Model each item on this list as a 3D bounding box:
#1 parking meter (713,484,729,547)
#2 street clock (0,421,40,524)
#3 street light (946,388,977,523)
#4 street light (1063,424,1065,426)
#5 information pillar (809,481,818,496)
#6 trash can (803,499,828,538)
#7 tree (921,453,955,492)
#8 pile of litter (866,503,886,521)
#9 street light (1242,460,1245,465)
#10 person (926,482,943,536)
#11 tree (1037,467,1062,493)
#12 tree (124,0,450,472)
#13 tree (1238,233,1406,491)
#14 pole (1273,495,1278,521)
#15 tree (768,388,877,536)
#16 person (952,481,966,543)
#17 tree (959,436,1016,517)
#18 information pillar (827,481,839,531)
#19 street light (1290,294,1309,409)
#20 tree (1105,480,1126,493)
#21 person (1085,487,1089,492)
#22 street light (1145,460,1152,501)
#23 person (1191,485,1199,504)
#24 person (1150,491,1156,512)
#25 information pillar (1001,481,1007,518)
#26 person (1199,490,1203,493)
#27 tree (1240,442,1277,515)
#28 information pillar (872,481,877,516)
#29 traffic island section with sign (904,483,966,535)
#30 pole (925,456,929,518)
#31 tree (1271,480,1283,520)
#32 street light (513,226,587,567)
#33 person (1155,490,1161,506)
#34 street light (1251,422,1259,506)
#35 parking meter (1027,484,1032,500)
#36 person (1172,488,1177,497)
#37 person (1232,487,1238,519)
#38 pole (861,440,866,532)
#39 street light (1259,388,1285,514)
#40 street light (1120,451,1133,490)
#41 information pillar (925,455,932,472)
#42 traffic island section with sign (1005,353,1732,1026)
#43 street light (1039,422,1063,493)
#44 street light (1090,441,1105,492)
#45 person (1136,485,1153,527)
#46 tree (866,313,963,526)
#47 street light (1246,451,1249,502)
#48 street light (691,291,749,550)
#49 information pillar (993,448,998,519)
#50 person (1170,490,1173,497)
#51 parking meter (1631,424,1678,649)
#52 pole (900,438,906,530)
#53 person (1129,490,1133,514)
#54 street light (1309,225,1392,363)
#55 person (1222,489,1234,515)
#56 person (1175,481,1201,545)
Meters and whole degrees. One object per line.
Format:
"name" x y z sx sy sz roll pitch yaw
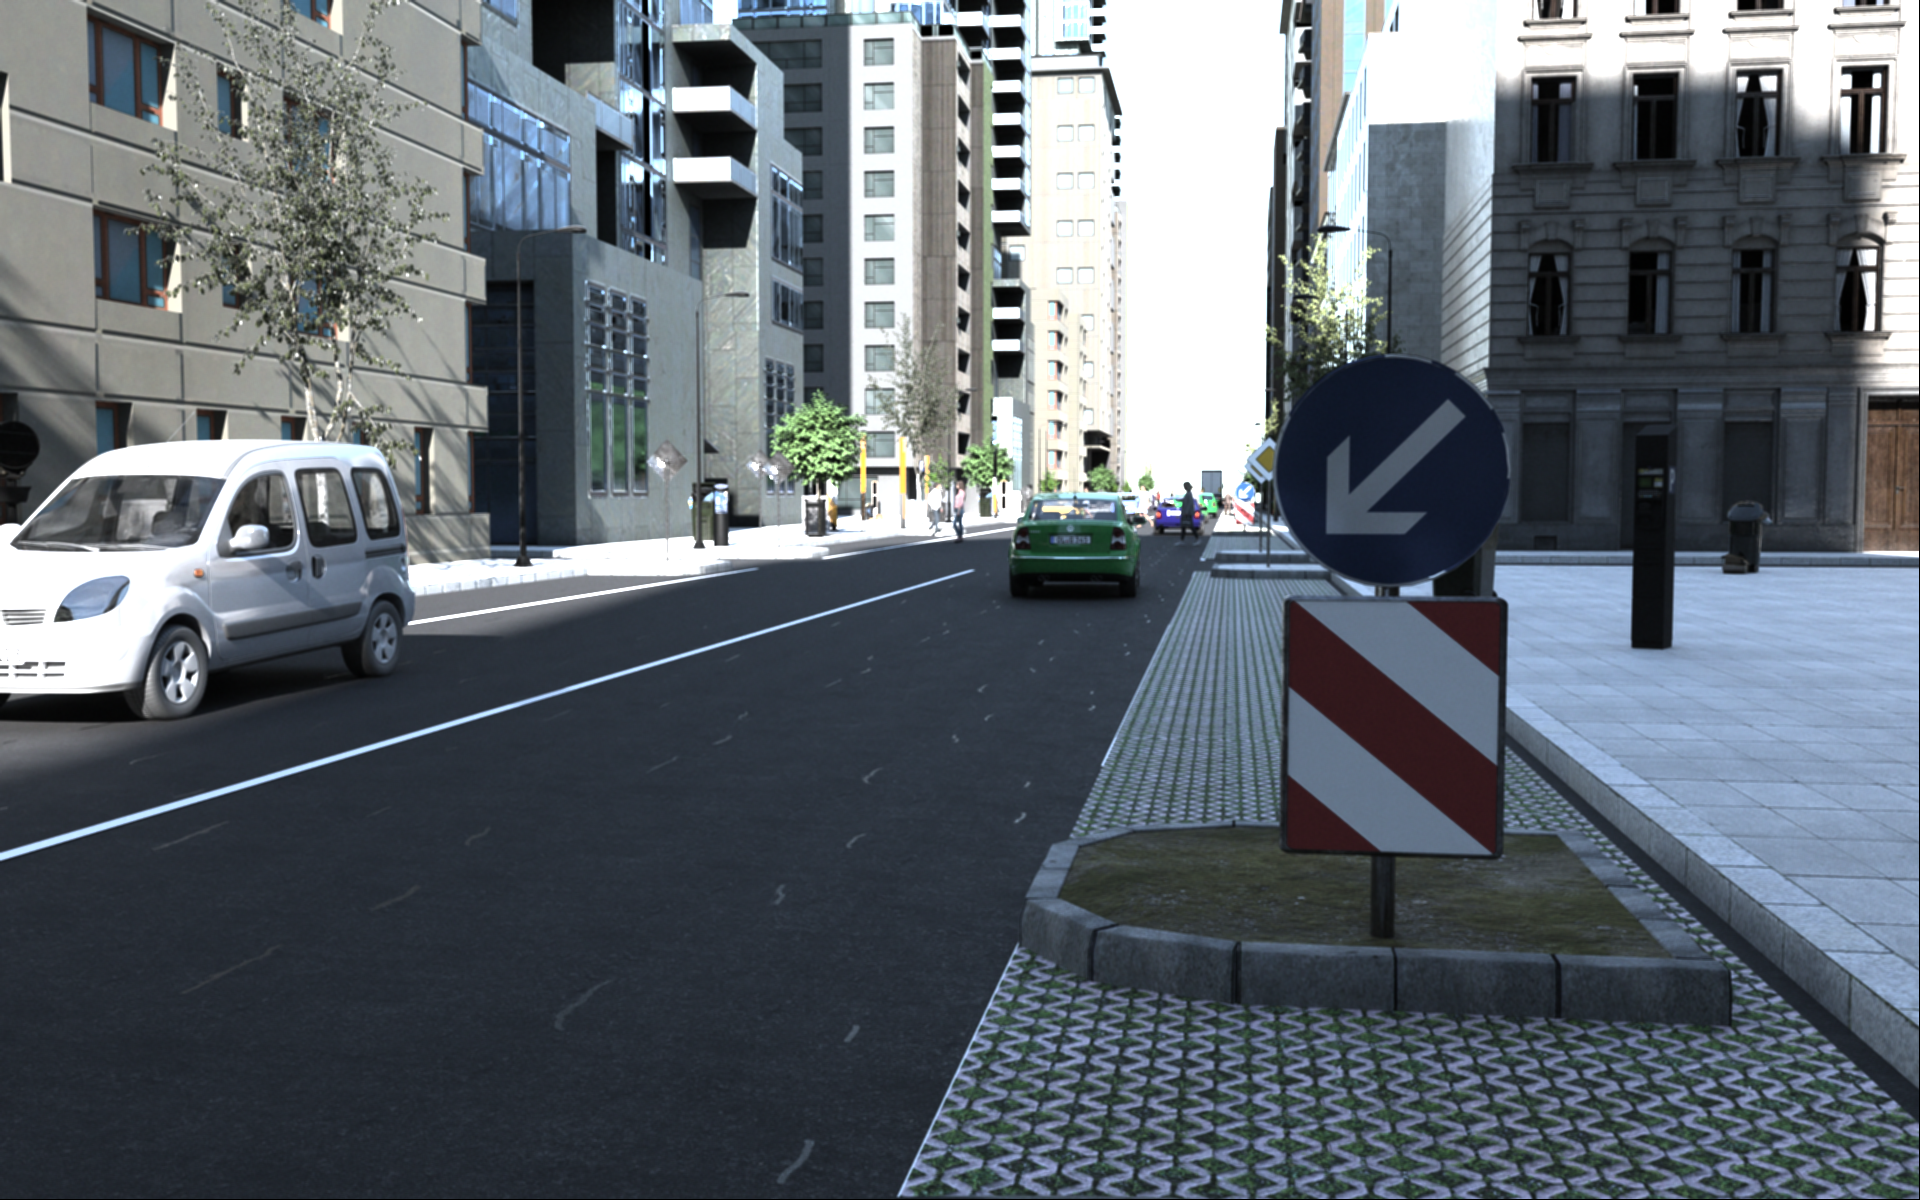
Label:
"parking meter" -5.841 -2.075 42.335 0.372 1.533 0.369 0 3 0
"street clock" -9.461 -0.779 17.304 0.358 2.002 0.471 3 5 42
"street light" 0.053 -6.342 76.239 1.470 5.913 1.316 1 4 9
"street light" 6.312 -8.747 115.556 1.470 5.913 1.316 1 4 9
"information pillar" -6.632 -4.519 78.379 0.304 2.012 0.304 -2 4 -27
"trash can" -4.272 -2.420 51.212 0.748 1.137 0.748 0 3 0
"tree" -1.040 -5.309 81.396 1.663 3.219 1.824 0 3 0
"pile of litter" -4.167 -4.313 84.484 1.176 0.858 1.719 3 5 40
"street light" 33.192 -13.793 198.061 1.470 5.913 1.316 1 4 9
"person" -0.895 -3.129 59.508 0.795 1.843 0.661 2 4 29
"tree" 6.310 -7.951 124.593 1.663 3.219 1.824 0 3 0
"tree" -8.849 -4.479 23.601 4.360 8.622 3.978 0 3 0
"tree" 10.511 -5.997 48.408 4.737 8.622 4.395 0 3 0
"pole" 14.816 -5.341 81.168 0.158 3.312 0.155 0 3 0
"tree" -4.271 -4.281 53.700 4.285 4.588 4.351 0 3 0
"person" -0.030 -2.612 51.217 0.388 1.821 0.555 -1 4 -16
"tree" 1.594 -6.948 97.308 4.285 4.588 4.351 0 3 0
"information pillar" -4.412 -4.199 60.005 0.183 3.616 0.504 -3 4 -37
"street light" 8.407 -4.144 40.288 1.470 5.913 1.316 1 4 9
"tree" 16.380 -11.676 185.503 1.663 3.219 1.824 0 3 0
"person" 7.182 -5.440 97.545 0.778 1.811 0.616 3 4 37
"street light" 24.774 -16.005 234.214 1.470 5.913 1.316 1 4 9
"person" 9.609 -3.884 72.120 0.709 1.813 0.853 -2 4 -27
"person" 15.688 -8.014 140.444 0.530 1.710 0.541 0 4 -5
"information pillar" 2.383 -5.506 94.513 0.304 2.012 0.304 0 4 -2
"person" 16.980 -6.851 121.297 0.721 1.735 1.217 1 4 22
"tree" 19.866 -7.643 108.673 4.285 4.588 4.351 0 3 0
"information pillar" -4.963 -5.877 100.584 0.304 2.012 0.304 -1 4 -9
"traffic island section with sign" -0.828 -3.229 61.416 1.989 1.847 2.006 1 4 9
"pole" -1.748 -6.028 92.393 0.158 3.312 0.155 0 3 0
"tree" 16.598 -5.634 86.724 1.663 3.219 1.824 0 3 0
"street light" -7.148 -3.527 30.206 1.470 5.913 1.316 1 4 9
"person" 19.023 -9.633 165.931 0.705 1.831 1.348 2 4 27
"street light" 20.155 -8.712 114.975 1.470 5.913 1.316 1 4 9
"parking meter" 4.200 -6.099 105.431 0.255 1.863 0.399 2 4 29
"person" 13.149 -5.973 106.560 0.834 1.777 0.661 1 4 22
"person" 16.006 -5.635 100.437 0.447 1.846 0.655 -1 4 -22
"pole" -3.243 -3.933 58.150 0.158 3.312 0.155 0 3 0
"street light" 14.031 -6.342 76.230 1.470 5.913 1.316 1 4 9
"street light" 19.073 -13.772 197.720 1.470 5.913 1.316 1 4 9
"information pillar" -1.809 -6.677 100.515 0.504 3.616 0.183 3 4 38
"traffic island section with sign" 1.237 0.178 5.710 1.989 1.847 2.006 1 4 9
"street light" 5.690 -8.541 112.179 1.470 5.913 1.316 1 4 9
"street light" 12.001 -10.993 152.269 1.470 5.913 1.316 1 4 9
"person" 7.946 -4.046 74.746 0.778 1.811 0.616 -1 4 -15
"tree" -1.670 -7.294 69.615 4.360 8.622 3.978 0 3 0
"street light" 25.888 -10.912 150.954 1.470 5.913 1.316 1 4 9
"street light" -5.513 -4.121 39.915 1.470 5.913 1.316 1 4 9
"information pillar" 1.788 -5.889 87.636 0.183 3.616 0.504 1 4 13
"person" 18.653 -8.796 152.335 0.705 1.821 1.348 0 4 6
"parking meter" 5.785 -0.533 14.432 0.255 1.863 0.399 2 4 35
"pole" -2.070 -4.207 62.622 0.158 3.312 0.155 0 3 0
"person" 12.234 -6.949 122.831 0.721 1.735 1.217 1 4 10
"street light" 6.866 -3.515 30.013 1.470 5.913 1.316 1 4 9
"person" 18.765 -6.853 121.092 0.434 1.755 0.990 -3 5 -40
"person" 6.390 -2.428 48.376 0.728 1.800 0.709 0 4 -4
